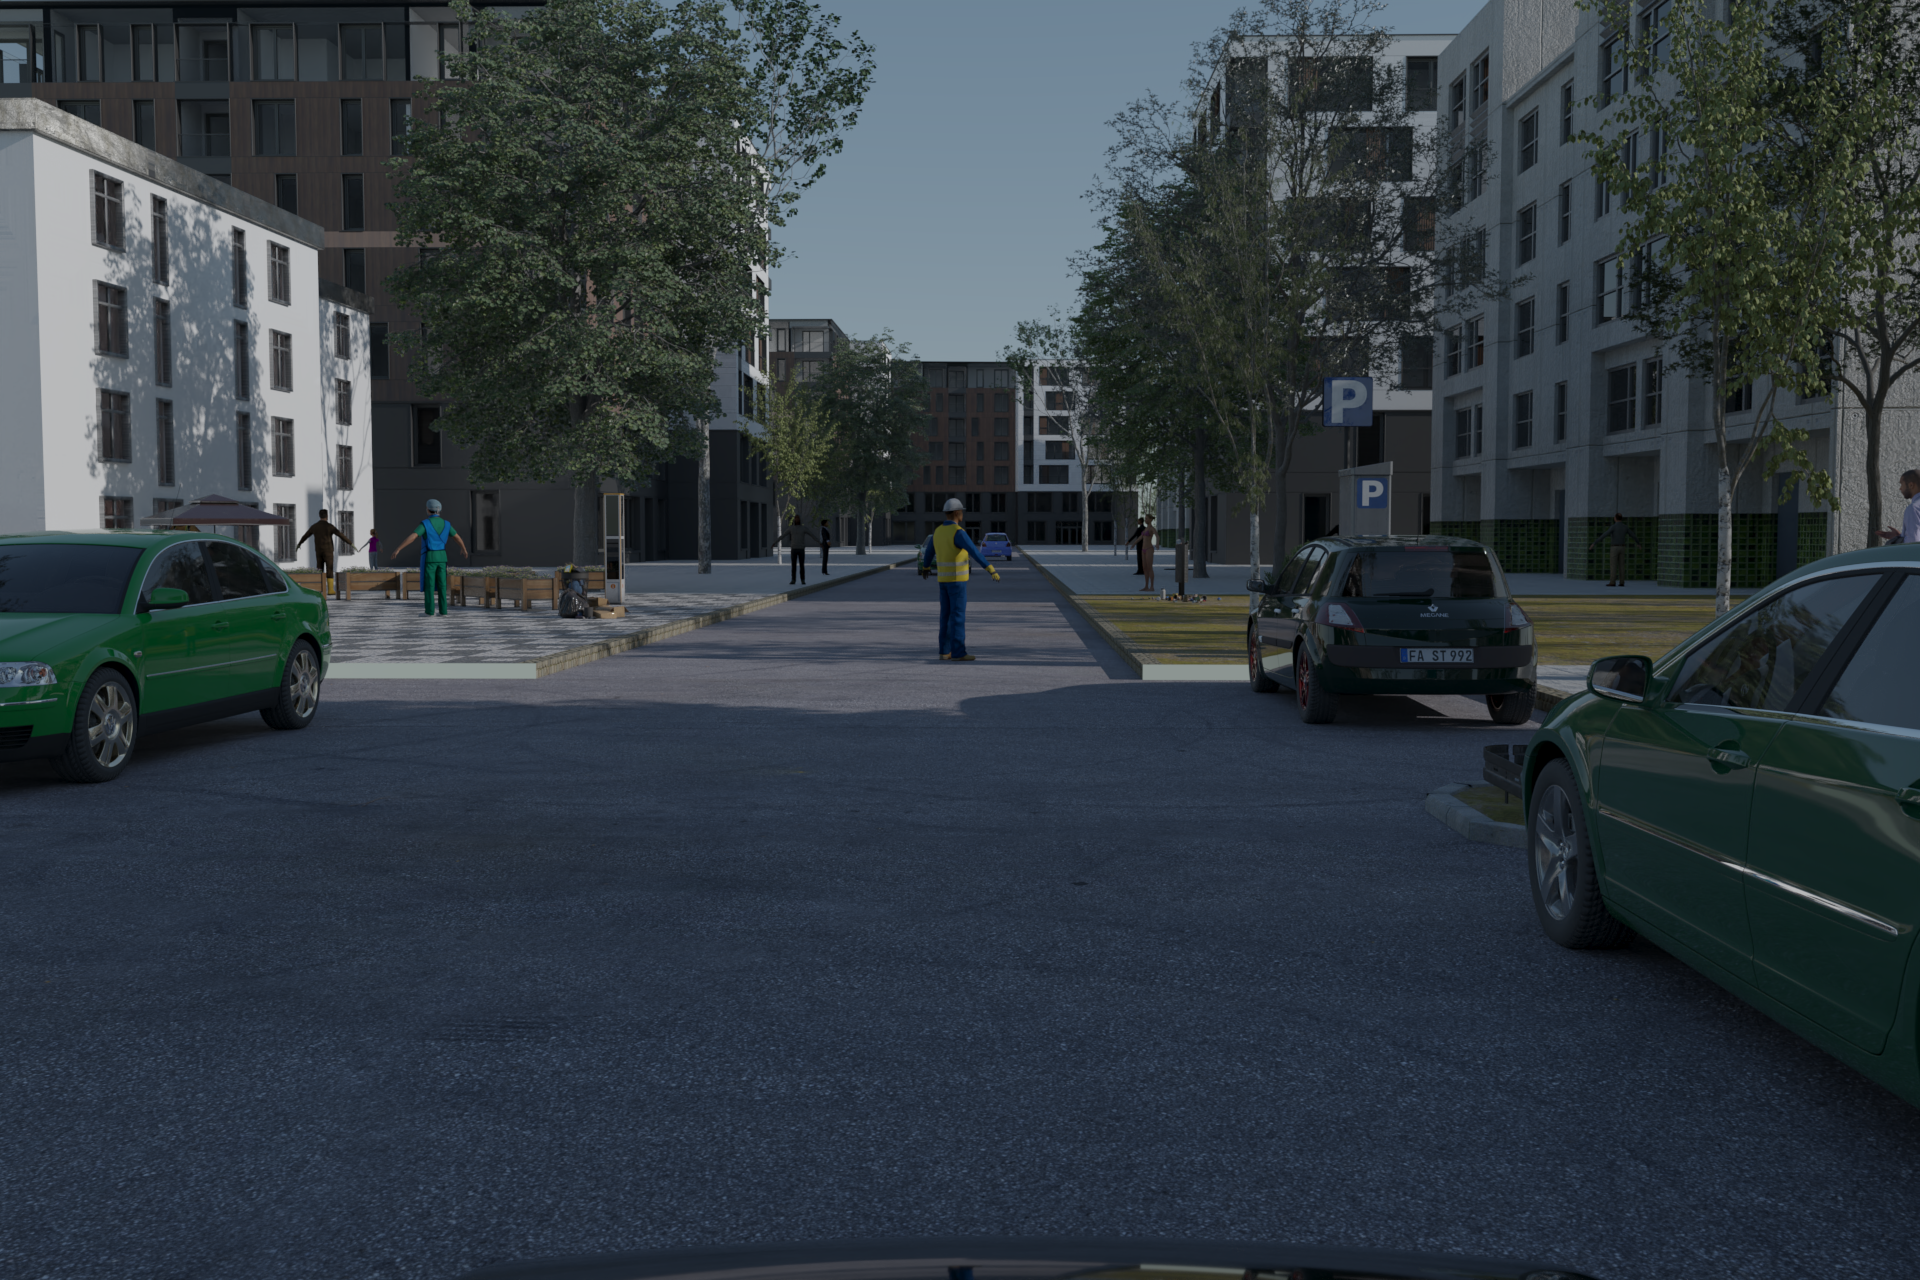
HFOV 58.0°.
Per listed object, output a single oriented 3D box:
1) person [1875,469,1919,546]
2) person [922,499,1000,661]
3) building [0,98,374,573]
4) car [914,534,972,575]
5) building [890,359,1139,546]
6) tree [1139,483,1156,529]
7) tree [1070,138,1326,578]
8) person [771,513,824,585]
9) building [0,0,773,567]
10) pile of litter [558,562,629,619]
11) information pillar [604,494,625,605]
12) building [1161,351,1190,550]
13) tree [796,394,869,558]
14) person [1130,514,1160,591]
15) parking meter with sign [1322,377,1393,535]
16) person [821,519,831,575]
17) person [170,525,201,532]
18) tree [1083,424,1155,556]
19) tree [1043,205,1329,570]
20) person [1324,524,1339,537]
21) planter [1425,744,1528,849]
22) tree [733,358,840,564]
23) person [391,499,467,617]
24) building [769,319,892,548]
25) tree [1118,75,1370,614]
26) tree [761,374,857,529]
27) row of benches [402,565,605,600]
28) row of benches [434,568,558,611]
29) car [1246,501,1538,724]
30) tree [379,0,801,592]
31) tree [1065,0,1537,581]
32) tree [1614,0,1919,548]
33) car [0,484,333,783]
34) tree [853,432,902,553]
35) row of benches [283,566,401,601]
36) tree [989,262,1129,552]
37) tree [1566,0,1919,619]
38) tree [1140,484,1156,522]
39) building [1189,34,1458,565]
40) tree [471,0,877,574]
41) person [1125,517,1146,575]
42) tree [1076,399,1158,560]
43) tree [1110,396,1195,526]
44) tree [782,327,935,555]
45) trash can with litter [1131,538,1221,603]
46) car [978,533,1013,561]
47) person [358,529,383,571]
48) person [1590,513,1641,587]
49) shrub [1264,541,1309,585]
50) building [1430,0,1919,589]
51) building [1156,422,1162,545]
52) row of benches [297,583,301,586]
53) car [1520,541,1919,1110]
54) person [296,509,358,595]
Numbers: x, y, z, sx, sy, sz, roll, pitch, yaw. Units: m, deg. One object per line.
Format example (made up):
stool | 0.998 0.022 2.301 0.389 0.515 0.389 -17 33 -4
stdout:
person | 8.179 -0.558 15.038 0.709 1.838 0.599 -3 4 -36
person | -0.054 -0.687 19.658 0.705 1.833 1.349 -3 4 -38
building | -21.934 -6.454 47.670 9.099 9.664 28.070 0 4 2
car | -0.527 -3.054 61.734 2.131 1.459 4.920 0 4 2
building | 3.712 -22.489 214.127 32.646 21.610 27.936 0 4 -3
tree | 23.994 -15.834 209.241 4.360 8.622 3.978 0 3 0
tree | 6.893 -8.068 50.032 7.486 12.596 7.792 0 3 0
person | -4.123 -2.318 44.020 1.348 1.813 0.705 0 4 3
building | -24.907 -14.610 82.848 27.936 21.610 32.646 0 4 1
pile of litter | -5.722 -0.789 26.873 1.176 0.858 1.719 0 4 3
information pillar | -6.286 -1.652 31.505 0.304 2.012 0.304 0 4 2
building | 27.234 -17.354 150.189 16.747 18.905 31.486 0 4 2
tree | -7.579 -8.662 91.989 4.360 8.622 3.978 0 3 0
person | 4.158 -1.960 38.847 0.721 1.733 1.217 -1 4 -23
parking meter with sign | 4.302 -1.360 18.504 0.543 3.016 1.738 0 4 0
person | -4.140 -2.905 54.217 0.721 1.740 1.216 0 4 -8
person | -16.883 -1.949 37.627 1.354 1.858 0.705 0 4 3
tree | 8.797 -9.183 100.507 4.360 8.622 3.978 0 3 0
tree | 8.006 -9.245 61.522 12.009 13.543 11.850 0 3 0
person | 8.945 -2.082 40.228 1.347 1.806 0.705 1 4 11
planter | 3.392 0.769 8.560 1.991 0.319 1.994 0 4 2
tree | -7.425 -7.516 73.249 4.737 8.622 4.395 0 3 0
person | -8.141 -1.261 26.750 0.704 1.817 1.347 3 4 38
building | -22.177 -20.615 181.034 27.936 21.610 32.646 0 4 2
tree | 4.928 -4.710 27.372 4.360 8.622 3.978 0 3 0
tree | -7.154 -7.908 79.663 4.737 8.622 4.395 0 3 0
row of benches | -8.849 -1.147 34.224 4.104 0.672 1.422 -1 4 -14
row of benches | -8.312 -0.918 30.467 1.422 0.672 4.104 -3 5 -39
car | 3.471 -0.285 14.454 2.009 1.686 4.222 0 4 1
tree | -8.444 -8.051 38.296 9.857 13.997 8.962 0 3 0
tree | 7.079 -7.777 37.522 12.009 13.543 11.850 0 3 0
tree | 13.714 -5.621 26.316 7.601 10.594 8.767 0 4 7
car | -5.737 -0.159 11.388 1.959 1.807 4.718 0 4 2
tree | -5.978 -10.249 117.931 4.737 8.622 4.395 0 3 0
row of benches | -12.746 -1.064 32.865 4.104 0.672 1.422 -3 4 -39
tree | 8.414 -16.273 121.948 12.611 20.169 13.585 0 3 0
tree | 8.870 -4.221 19.368 4.737 8.622 4.395 0 3 0
tree | 24.902 -16.159 214.561 4.360 8.622 3.978 0 3 0
building | 25.351 -14.883 87.309 27.936 21.610 32.646 0 4 1
tree | -9.541 -12.247 56.128 12.611 20.169 13.585 0 3 0
person | 5.675 -2.951 54.467 0.704 1.802 1.346 3 5 41
tree | 8.428 -8.256 85.345 4.360 8.622 3.978 0 3 0
tree | 7.631 -7.447 72.121 4.360 8.622 3.978 0 3 0
tree | -6.249 -12.248 106.912 9.857 13.997 8.962 0 3 0
trash can with litter | 4.196 -1.359 33.274 1.678 1.210 2.233 0 4 1
car | 1.930 -5.136 93.556 1.945 1.707 3.694 0 3 0
person | -16.487 -2.400 48.501 0.599 1.433 0.991 1 4 20
person | 16.077 -2.208 42.370 1.348 1.796 0.705 -1 4 -9
shrub | 4.428 -0.685 22.321 1.383 1.207 1.383 0 3 0
building | 25.674 -11.142 48.636 16.747 18.905 31.486 0 4 1
building | 30.398 -19.319 182.324 16.747 18.905 31.486 0 4 2
row of benches | -10.652 -0.425 22.414 4.104 0.672 1.422 -1 4 -20
car | 2.940 0.441 4.591 2.131 1.459 4.920 0 4 1
person | -13.289 -1.842 36.258 1.346 1.812 0.704 0 4 5
